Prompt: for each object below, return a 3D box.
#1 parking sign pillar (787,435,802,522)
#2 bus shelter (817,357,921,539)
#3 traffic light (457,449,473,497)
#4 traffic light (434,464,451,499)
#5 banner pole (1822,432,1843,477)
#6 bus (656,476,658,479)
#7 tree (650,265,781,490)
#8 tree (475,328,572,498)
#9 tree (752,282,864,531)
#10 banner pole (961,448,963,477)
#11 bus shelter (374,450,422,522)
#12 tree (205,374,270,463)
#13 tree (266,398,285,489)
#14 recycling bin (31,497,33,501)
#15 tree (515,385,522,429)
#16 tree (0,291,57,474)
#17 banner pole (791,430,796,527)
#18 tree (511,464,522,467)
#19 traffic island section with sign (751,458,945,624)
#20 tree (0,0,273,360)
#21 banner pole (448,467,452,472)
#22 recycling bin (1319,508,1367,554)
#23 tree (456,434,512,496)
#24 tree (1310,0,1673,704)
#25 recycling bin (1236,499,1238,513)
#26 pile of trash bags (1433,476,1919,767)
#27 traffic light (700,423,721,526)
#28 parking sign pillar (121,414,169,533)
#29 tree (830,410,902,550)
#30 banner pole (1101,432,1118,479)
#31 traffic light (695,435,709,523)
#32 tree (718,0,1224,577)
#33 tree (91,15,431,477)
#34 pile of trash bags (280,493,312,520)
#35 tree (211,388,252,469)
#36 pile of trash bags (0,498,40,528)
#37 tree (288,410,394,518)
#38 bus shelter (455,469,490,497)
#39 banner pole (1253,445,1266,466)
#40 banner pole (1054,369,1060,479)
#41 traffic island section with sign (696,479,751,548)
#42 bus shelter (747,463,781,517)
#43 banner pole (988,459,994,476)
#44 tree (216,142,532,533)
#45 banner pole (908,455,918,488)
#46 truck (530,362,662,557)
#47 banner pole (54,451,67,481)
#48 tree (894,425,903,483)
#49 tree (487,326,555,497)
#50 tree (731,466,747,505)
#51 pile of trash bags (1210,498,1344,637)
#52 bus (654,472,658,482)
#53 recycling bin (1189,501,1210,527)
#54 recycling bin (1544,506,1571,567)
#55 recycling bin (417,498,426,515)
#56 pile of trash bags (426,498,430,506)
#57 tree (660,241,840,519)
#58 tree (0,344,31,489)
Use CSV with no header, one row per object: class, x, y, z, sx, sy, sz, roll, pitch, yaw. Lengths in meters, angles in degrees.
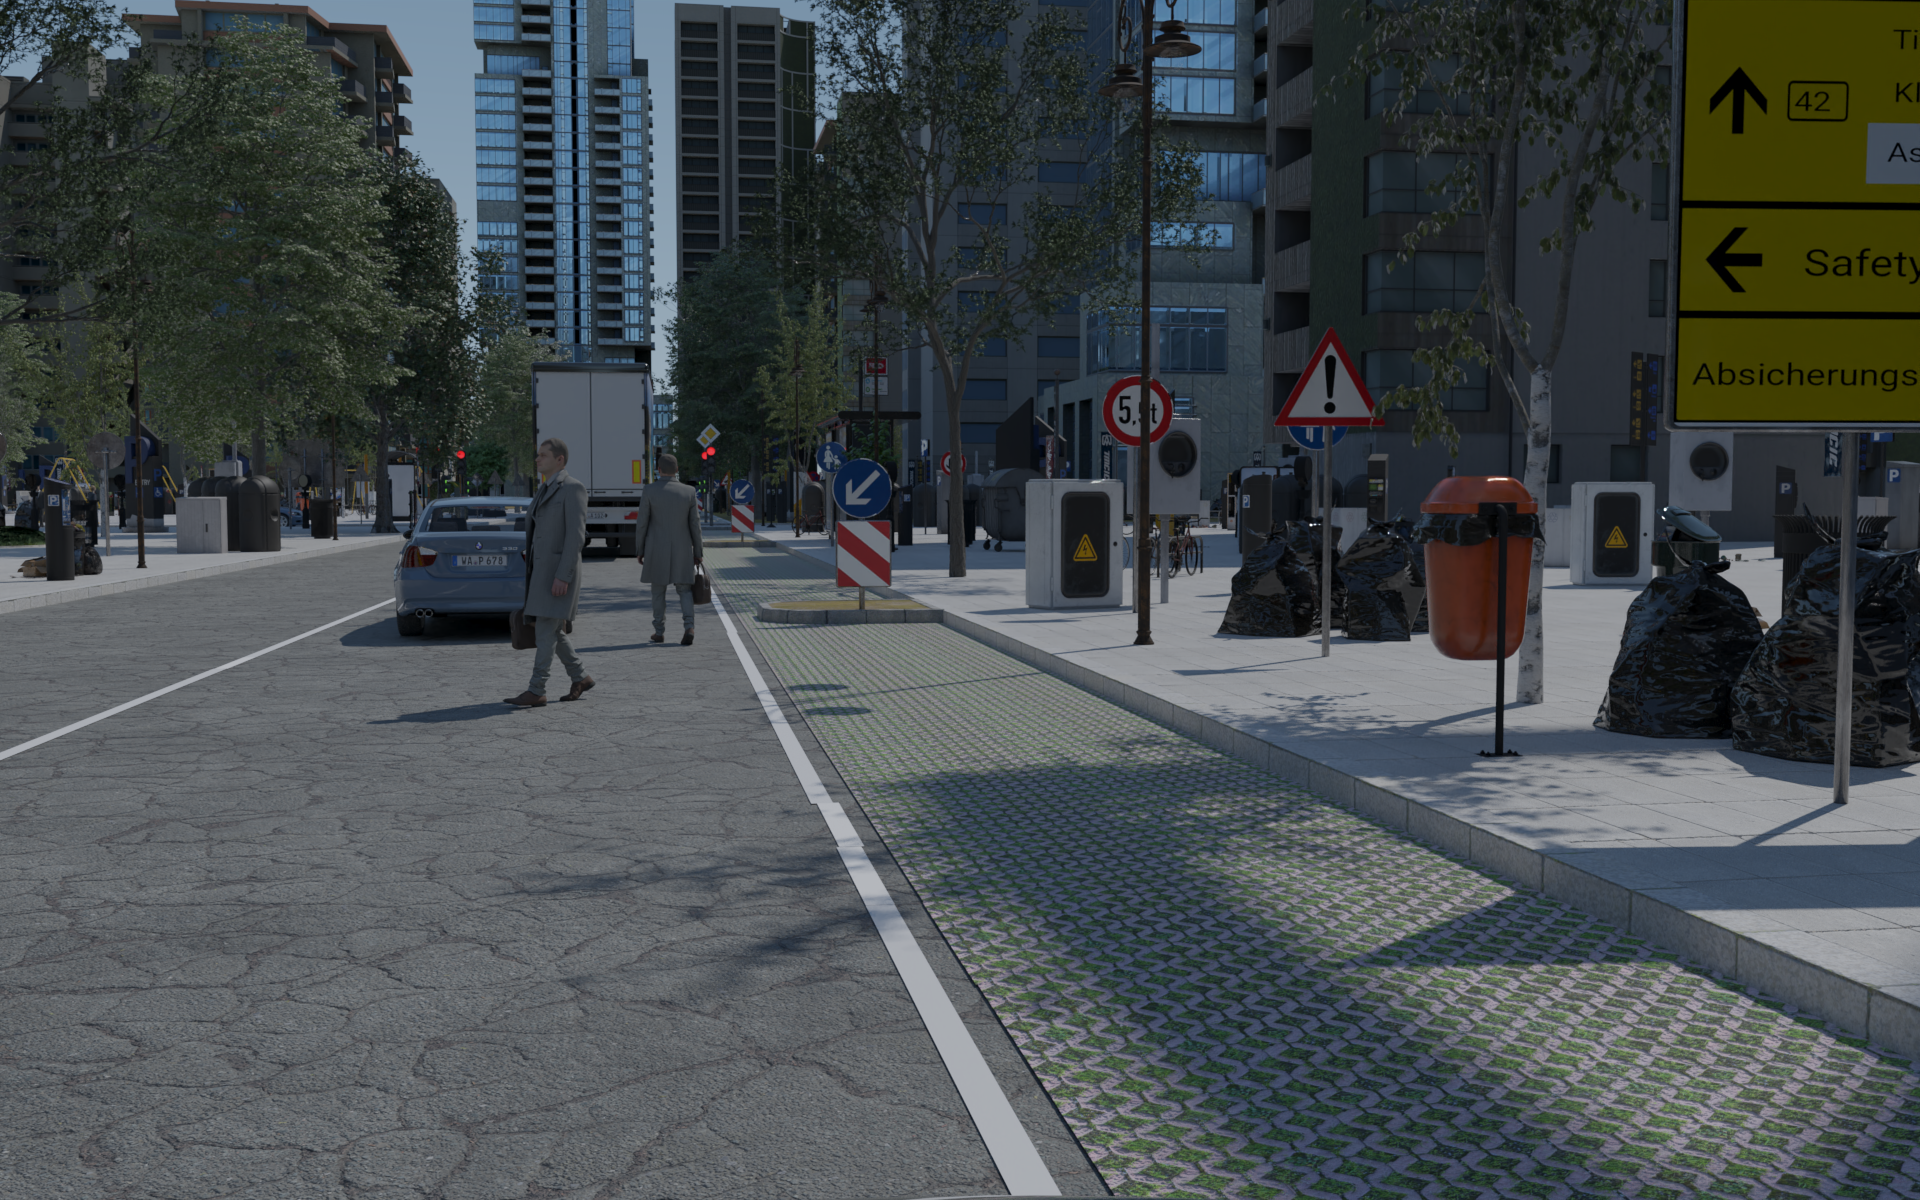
parking sign pillar,-7.683,-5.570,79.548,1.447,3.967,1.447,-1,4,-12
bus shelter,-2.716,-4.294,47.842,2.179,5.291,8.768,-1,4,-10
traffic light,-21.567,-5.269,75.070,0.839,4.253,0.868,-1,4,-10
traffic light,-20.195,-4.788,67.203,0.839,4.253,0.868,-1,4,-10
banner pole,15.450,-2.472,30.434,0.401,3.779,0.863,-1,4,-10
bus,-31.442,-10.965,174.136,2.948,3.499,13.247,-1,4,-9
tree,-19.481,-17.477,141.633,12.611,20.169,13.585,0,3,0
tree,-33.391,-13.803,132.338,9.857,13.997,8.962,0,3,0
tree,-5.348,-6.680,59.580,4.737,8.622,4.395,0,3,0
banner pole,0.071,-6.362,94.032,0.401,3.779,0.863,-1,4,-9
bus shelter,-26.568,-5.449,83.021,2.014,3.302,5.546,-1,4,-10
tree,-42.439,-9.272,101.959,4.360,8.622,3.978,0,3,0
tree,-45.490,-9.772,110.134,4.737,8.622,4.395,0,3,0
recycling bin,-70.117,-7.223,130.649,0.722,1.027,0.722,-1,4,-11
tree,-36.679,-15.018,155.914,12.009,13.543,11.850,0,3,0
tree,-49.641,-10.325,86.939,7.486,12.596,7.792,0,3,0
banner pole,-6.328,-4.714,67.097,0.401,3.779,0.863,-1,4,-13
tree,-34.856,-12.784,143.425,7.601,10.594,8.767,1,4,10
traffic island section with sign,-1.313,-0.690,19.902,1.989,1.847,2.006,-1,4,-10
tree,-13.621,-5.402,22.738,7.601,10.594,8.767,1,4,12
banner pole,-31.820,-7.222,108.101,0.401,3.779,0.863,-3,4,-37
recycling bin,7.068,-1.180,31.846,0.722,1.027,0.722,-2,4,-28
tree,-26.140,-6.808,95.022,4.285,4.588,4.351,0,3,0
tree,3.694,-3.681,10.555,4.360,8.622,3.978,0,3,0
recycling bin,12.893,-4.254,82.100,0.722,1.027,0.722,2,4,23
pile of trash bags,3.994,0.051,8.927,3.447,1.369,1.912,-1,4,-10
traffic light,-9.941,-4.898,69.001,0.839,4.253,0.868,-1,4,-10
parking sign pillar,-27.292,-4.247,57.911,1.447,3.967,1.447,2,4,24
tree,-1.912,-2.765,39.806,1.663,3.219,1.824,0,3,0
banner pole,5.335,-4.359,61.292,0.863,3.779,0.401,-1,4,-22
traffic light,-11.313,-5.379,76.868,0.839,4.253,0.868,-1,4,-10
tree,0.113,-5.649,26.776,8.767,10.594,7.601,1,4,21
tree,-16.685,-7.548,41.533,7.486,12.596,7.792,0,3,0
pile of trash bags,-38.595,-5.381,97.732,3.447,1.369,1.912,-3,5,-45
tree,-35.049,-7.855,78.793,4.737,8.622,4.395,0,3,0
pile of trash bags,-35.906,-3.325,64.112,3.447,1.369,1.912,-1,4,-12
tree,-32.899,-8.673,92.171,4.737,8.622,4.395,0,3,0
bus shelter,-28.717,-6.821,102.802,1.731,3.624,6.357,-1,4,-10
banner pole,15.414,-6.054,89.006,0.863,3.779,0.401,-1,4,-19
banner pole,1.936,-2.751,34.999,0.401,3.779,0.863,0,4,-2
traffic island section with sign,-6.044,-2.345,46.965,1.989,1.847,2.006,-1,4,-10
bus shelter,-10.826,-6.221,95.630,2.014,3.302,5.546,-1,4,-10
banner pole,2.099,-7.252,108.585,0.863,3.779,0.401,2,4,32
tree,-18.961,-8.538,56.610,9.611,12.733,9.660,0,3,0
banner pole,-2.973,-7.451,111.841,0.863,3.779,0.401,-1,4,-21
truck,-8.762,-3.273,42.430,2.839,4.237,11.283,-1,4,-9
banner pole,-52.313,-6.785,100.943,0.401,3.779,0.863,3,5,43
tree,-5.939,-12.329,151.937,4.737,8.622,4.395,0,3,0
tree,-30.216,-12.167,117.058,7.486,12.596,7.792,0,3,0
tree,-14.092,-7.006,109.148,1.663,3.219,1.824,0,3,0
pile of trash bags,4.059,-0.421,16.637,1.912,1.369,3.447,3,5,41
bus,-29.079,-10.181,158.004,2.896,3.916,12.252,-1,4,-8
recycling bin,9.288,-3.353,67.373,0.722,1.027,0.722,0,4,-5
recycling bin,10.703,-1.105,30.616,0.722,1.027,0.722,2,4,25
recycling bin,-32.911,-5.684,105.482,0.722,1.027,0.722,-1,4,-10
pile of trash bags,-37.809,-6.750,120.118,3.447,1.369,1.912,-1,4,-13
tree,-10.228,-11.043,87.204,9.857,13.997,8.962,0,3,0
tree,-44.216,-7.848,78.682,4.360,8.622,3.978,0,3,0
